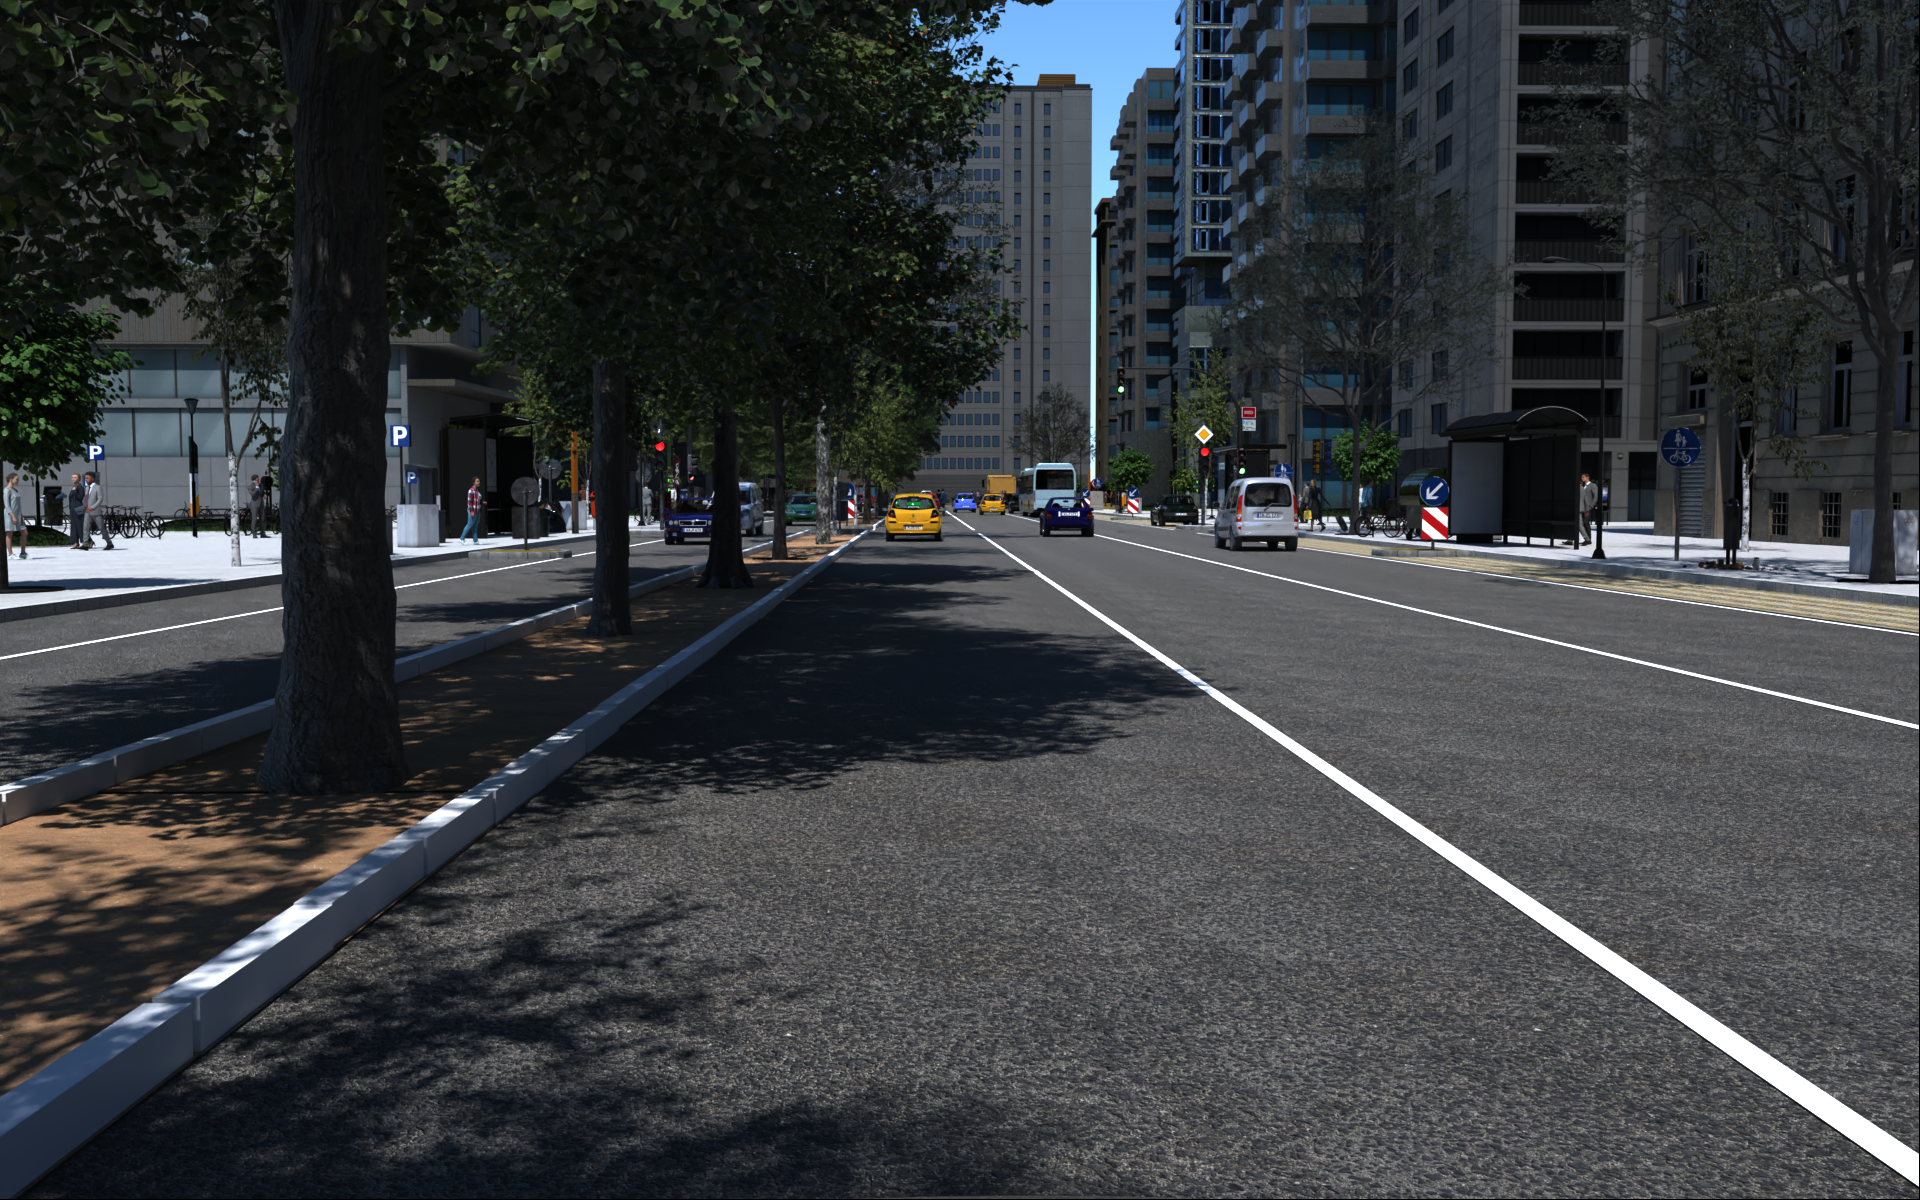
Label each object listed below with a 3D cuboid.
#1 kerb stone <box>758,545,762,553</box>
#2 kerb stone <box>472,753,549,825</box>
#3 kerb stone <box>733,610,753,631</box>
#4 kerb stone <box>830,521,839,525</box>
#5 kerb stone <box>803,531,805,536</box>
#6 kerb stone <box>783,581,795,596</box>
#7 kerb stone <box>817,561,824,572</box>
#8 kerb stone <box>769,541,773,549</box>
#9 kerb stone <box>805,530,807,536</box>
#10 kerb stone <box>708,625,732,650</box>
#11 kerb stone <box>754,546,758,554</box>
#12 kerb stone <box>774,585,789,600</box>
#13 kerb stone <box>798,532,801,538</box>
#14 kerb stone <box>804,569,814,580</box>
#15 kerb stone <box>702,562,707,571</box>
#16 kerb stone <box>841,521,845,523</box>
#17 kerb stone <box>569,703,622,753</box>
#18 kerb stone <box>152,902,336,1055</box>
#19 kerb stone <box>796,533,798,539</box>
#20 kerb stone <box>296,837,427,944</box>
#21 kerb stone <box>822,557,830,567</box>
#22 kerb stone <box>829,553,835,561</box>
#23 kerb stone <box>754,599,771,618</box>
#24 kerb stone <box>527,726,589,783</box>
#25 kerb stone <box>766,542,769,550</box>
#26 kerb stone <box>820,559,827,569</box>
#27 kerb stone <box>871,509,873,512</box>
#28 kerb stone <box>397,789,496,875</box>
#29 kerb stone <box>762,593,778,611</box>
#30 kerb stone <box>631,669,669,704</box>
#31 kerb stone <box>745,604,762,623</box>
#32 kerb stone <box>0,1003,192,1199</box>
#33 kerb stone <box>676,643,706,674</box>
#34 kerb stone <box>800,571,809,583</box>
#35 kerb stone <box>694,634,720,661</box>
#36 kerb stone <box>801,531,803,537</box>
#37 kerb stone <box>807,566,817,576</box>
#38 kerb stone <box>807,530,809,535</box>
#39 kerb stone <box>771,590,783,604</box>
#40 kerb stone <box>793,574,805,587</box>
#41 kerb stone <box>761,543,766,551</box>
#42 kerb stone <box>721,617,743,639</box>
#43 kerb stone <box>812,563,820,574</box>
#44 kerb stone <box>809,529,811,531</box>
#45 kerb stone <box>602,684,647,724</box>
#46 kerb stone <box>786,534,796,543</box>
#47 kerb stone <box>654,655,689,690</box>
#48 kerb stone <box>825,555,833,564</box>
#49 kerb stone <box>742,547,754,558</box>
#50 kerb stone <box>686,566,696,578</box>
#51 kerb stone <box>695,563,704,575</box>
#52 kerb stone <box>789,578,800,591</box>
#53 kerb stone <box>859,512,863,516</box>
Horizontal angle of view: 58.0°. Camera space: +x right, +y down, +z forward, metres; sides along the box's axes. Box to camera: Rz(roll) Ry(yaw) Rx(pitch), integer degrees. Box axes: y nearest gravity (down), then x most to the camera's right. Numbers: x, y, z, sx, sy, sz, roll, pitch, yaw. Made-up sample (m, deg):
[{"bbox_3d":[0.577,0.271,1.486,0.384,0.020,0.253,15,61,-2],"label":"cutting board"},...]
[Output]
[{"bbox_3d":[-4.949,-1.199,41.795,0.120,0.150,1.000,0,4,-1],"label":"kerb stone"},{"bbox_3d":[-2.077,0.869,7.985,0.120,0.150,1.000,0,4,-1],"label":"kerb stone"},{"bbox_3d":[-2.319,0.243,18.224,0.120,0.150,1.000,0,4,-1],"label":"kerb stone"},{"bbox_3d":[-5.824,-3.547,80.260,0.120,0.150,1.000,0,4,-1],"label":"kerb stone"},{"bbox_3d":[-5.296,-2.136,57.144,0.120,0.150,1.000,0,4,-1],"label":"kerb stone"},{"bbox_3d":[-2.449,-0.129,24.374,0.120,0.150,1.000,0,4,-1],"label":"kerb stone"},{"bbox_3d":[-2.613,-0.572,31.541,0.120,0.150,1.000,0,4,-1],"label":"kerb stone"},{"bbox_3d":[-5.016,-1.386,44.862,0.120,0.150,1.000,0,4,-1],"label":"kerb stone"},{"bbox_3d":[-5.314,-2.201,58.178,0.120,0.150,1.000,0,4,-1],"label":"kerb stone"},{"bbox_3d":[-2.266,0.369,16.181,0.120,0.150,1.000,0,4,-1],"label":"kerb stone"},{"bbox_3d":[-4.926,-1.136,40.770,0.120,0.150,1.000,0,4,-1],"label":"kerb stone"},{"bbox_3d":[-2.440,-0.070,23.352,0.120,0.150,1.000,0,4,-1],"label":"kerb stone"},{"bbox_3d":[-5.246,-2.012,55.099,0.120,0.150,1.000,0,4,-1],"label":"kerb stone"},{"bbox_3d":[-2.540,-0.377,28.469,0.120,0.150,1.000,0,4,-1],"label":"kerb stone"},{"bbox_3d":[-4.715,-0.571,31.550,0.120,0.150,1.000,0,4,-1],"label":"kerb stone"},{"bbox_3d":[-5.979,-3.987,87.435,0.120,0.150,1.000,0,4,-1],"label":"kerb stone"},{"bbox_3d":[-2.123,0.748,10.030,0.120,0.150,1.000,0,4,-1],"label":"kerb stone"},{"bbox_3d":[-2.008,1.057,4.913,0.120,0.150,1.000,0,4,-1],"label":"kerb stone"},{"bbox_3d":[-5.225,-1.949,54.068,0.120,0.150,1.000,0,4,-1],"label":"kerb stone"},{"bbox_3d":[-2.043,0.995,5.939,0.120,0.150,1.000,0,4,-1],"label":"kerb stone"},{"bbox_3d":[-2.657,-0.696,33.593,0.120,0.150,1.000,0,4,-1],"label":"kerb stone"},{"bbox_3d":[-2.706,-0.822,35.636,0.120,0.150,1.000,0,4,-1],"label":"kerb stone"},{"bbox_3d":[-2.352,0.118,20.273,0.120,0.150,1.000,0,4,-1],"label":"kerb stone"},{"bbox_3d":[-2.102,0.810,9.006,0.120,0.150,1.000,0,4,-1],"label":"kerb stone"},{"bbox_3d":[-4.995,-1.324,43.838,0.120,0.150,1.000,0,4,-1],"label":"kerb stone"},{"bbox_3d":[-2.633,-0.631,32.562,0.120,0.150,1.000,0,4,-1],"label":"kerb stone"},{"bbox_3d":[-7.261,-7.437,143.782,0.120,0.150,1.000,0,4,-1],"label":"kerb stone"},{"bbox_3d":[-2.059,0.932,6.963,0.120,0.150,1.000,0,4,-1],"label":"kerb stone"},{"bbox_3d":[-2.377,0.054,21.305,0.120,0.150,1.000,0,4,-1],"label":"kerb stone"},{"bbox_3d":[-2.182,0.622,12.080,0.120,0.150,1.000,0,4,-1],"label":"kerb stone"},{"bbox_3d":[-2.337,0.185,19.252,0.120,0.150,1.000,0,4,-1],"label":"kerb stone"},{"bbox_3d":[-1.988,1.123,3.877,0.120,0.150,1.000,0,4,-1],"label":"kerb stone"},{"bbox_3d":[-2.218,0.494,14.126,0.120,0.150,1.000,0,4,-1],"label":"kerb stone"},{"bbox_3d":[-2.518,-0.321,27.446,0.120,0.150,1.000,0,4,-1],"label":"kerb stone"},{"bbox_3d":[-2.239,0.431,15.150,0.120,0.150,1.000,0,4,-1],"label":"kerb stone"},{"bbox_3d":[-5.269,-2.075,56.122,0.120,0.150,1.000,0,4,-1],"label":"kerb stone"},{"bbox_3d":[-2.570,-0.442,29.490,0.120,0.150,1.000,0,4,-1],"label":"kerb stone"},{"bbox_3d":[-5.340,-2.264,59.207,0.120,0.150,1.000,0,4,-1],"label":"kerb stone"},{"bbox_3d":[-2.410,0.002,22.331,0.120,0.150,1.000,0,4,-1],"label":"kerb stone"},{"bbox_3d":[-2.500,-0.259,26.424,0.120,0.150,1.000,0,4,-1],"label":"kerb stone"},{"bbox_3d":[-4.971,-1.261,42.817,0.120,0.150,1.000,0,4,-1],"label":"kerb stone"},{"bbox_3d":[-2.296,0.305,17.202,0.120,0.150,1.000,0,4,-1],"label":"kerb stone"},{"bbox_3d":[-2.593,-0.508,30.511,0.120,0.150,1.000,0,4,-1],"label":"kerb stone"},{"bbox_3d":[-5.365,-2.321,60.230,0.120,0.150,1.000,0,4,-1],"label":"kerb stone"},{"bbox_3d":[-2.156,0.682,11.059,0.120,0.150,1.000,0,4,-1],"label":"kerb stone"},{"bbox_3d":[-5.204,-1.884,53.047,0.120,0.150,1.000,0,4,-1],"label":"kerb stone"},{"bbox_3d":[-2.198,0.556,13.102,0.120,0.150,1.000,0,4,-1],"label":"kerb stone"},{"bbox_3d":[-2.683,-0.760,34.614,0.120,0.150,1.000,0,4,-1],"label":"kerb stone"},{"bbox_3d":[-4.900,-1.074,39.748,0.120,0.150,1.000,0,4,-1],"label":"kerb stone"},{"bbox_3d":[-4.672,-0.441,29.498,0.120,0.150,1.000,0,4,-1],"label":"kerb stone"},{"bbox_3d":[-4.684,-0.509,30.523,0.120,0.150,1.000,0,4,-1],"label":"kerb stone"},{"bbox_3d":[-2.477,-0.192,25.402,0.120,0.150,1.000,0,4,-1],"label":"kerb stone"},{"bbox_3d":[-6.634,-5.745,116.131,0.120,0.150,1.000,0,4,-1],"label":"kerb stone"}]
